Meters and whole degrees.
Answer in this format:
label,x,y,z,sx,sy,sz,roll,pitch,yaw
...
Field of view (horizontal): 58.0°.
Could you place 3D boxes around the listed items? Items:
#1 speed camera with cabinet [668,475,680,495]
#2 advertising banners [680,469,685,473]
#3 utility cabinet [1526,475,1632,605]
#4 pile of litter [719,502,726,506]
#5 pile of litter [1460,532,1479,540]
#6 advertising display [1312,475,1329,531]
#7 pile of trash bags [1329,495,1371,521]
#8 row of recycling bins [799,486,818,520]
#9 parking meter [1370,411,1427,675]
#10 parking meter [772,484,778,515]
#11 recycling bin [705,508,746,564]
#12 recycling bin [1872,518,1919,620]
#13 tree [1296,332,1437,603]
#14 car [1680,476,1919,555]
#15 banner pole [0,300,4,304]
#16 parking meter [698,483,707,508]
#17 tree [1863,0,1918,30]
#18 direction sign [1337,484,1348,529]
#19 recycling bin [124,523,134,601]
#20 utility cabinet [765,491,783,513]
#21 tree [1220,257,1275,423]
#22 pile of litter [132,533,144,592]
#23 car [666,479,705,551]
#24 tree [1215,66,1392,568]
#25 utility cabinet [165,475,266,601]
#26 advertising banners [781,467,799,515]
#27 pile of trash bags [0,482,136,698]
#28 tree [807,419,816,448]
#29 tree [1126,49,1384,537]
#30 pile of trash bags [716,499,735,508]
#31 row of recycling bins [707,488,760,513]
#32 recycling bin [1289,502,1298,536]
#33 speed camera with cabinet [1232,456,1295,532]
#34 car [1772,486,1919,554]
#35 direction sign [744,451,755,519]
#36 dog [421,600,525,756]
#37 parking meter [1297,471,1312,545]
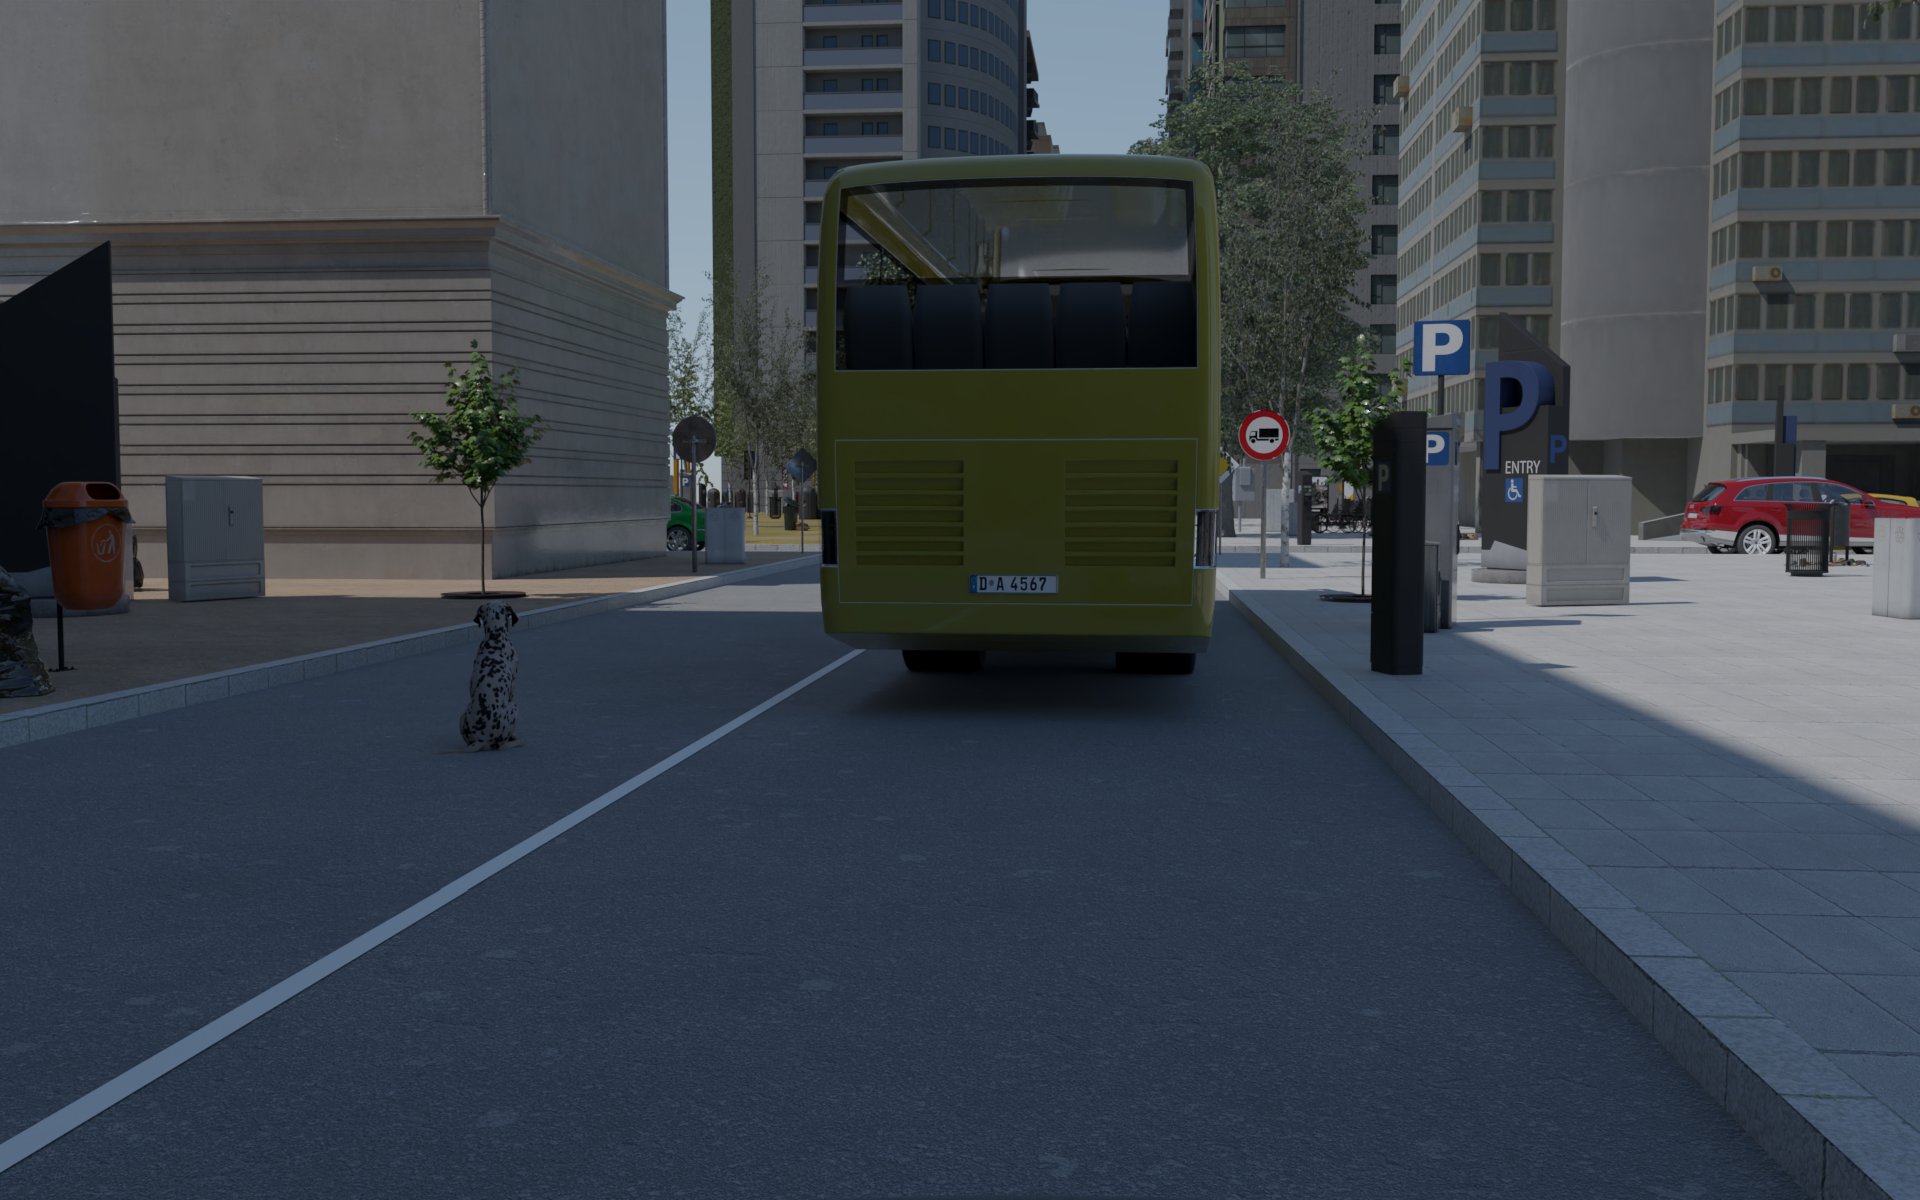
label,x,y,z,sx,sy,sz,roll,pitch,yaw
speed camera with cabinet,-13.558,-5.443,83.328,2.038,3.252,0.660,3,5,43
advertising banners,-20.155,-7.668,121.563,2.074,3.025,0.090,0,4,3
utility cabinet,7.107,-0.684,19.867,1.173,1.500,0.318,-1,4,-16
pile of litter,-13.397,-5.126,97.781,1.719,0.858,1.176,0,4,-3
pile of litter,14.016,-2.134,48.849,1.176,0.858,1.719,0,4,8
advertising display,12.318,-3.361,60.161,0.974,1.923,0.123,2,4,25
pile of trash bags,18.248,-4.477,82.959,3.447,1.369,1.912,0,4,-3
row of recycling bins,-6.712,-4.948,88.020,1.069,1.692,3.534,3,5,43
parking meter,3.137,-0.410,12.408,0.255,1.863,0.399,-1,4,-12
parking meter,-11.213,-6.073,105.006,0.255,1.863,0.399,-2,4,-31
recycling bin,-4.328,-1.187,31.960,0.722,1.027,0.722,0,4,-6
recycling bin,10.014,-0.333,17.994,0.722,1.027,0.722,0,3,0
tree,4.797,-1.609,20.905,1.663,3.219,1.824,0,3,0
car,18.671,-1.794,38.002,5.304,1.827,2.281,0,4,4
banner pole,-12.486,-1.972,22.258,0.401,3.779,0.863,2,4,26
parking meter,-13.485,-5.203,90.786,0.255,1.863,0.399,3,5,41
tree,7.831,-3.726,11.286,4.360,8.622,3.978,0,3,0
direction sign,14.119,-4.393,63.822,0.379,3.537,0.876,-1,4,-13
recycling bin,-10.296,-0.488,20.541,0.722,1.027,0.722,0,4,-8
utility cabinet,-12.231,-6.436,113.912,1.173,1.500,0.318,0,4,-5
tree,9.081,-8.769,69.135,9.928,11.665,9.643,0,3,0
pile of litter,-11.334,-0.542,22.819,1.176,0.858,1.719,0,4,-7
car,-8.001,-2.047,42.259,4.718,1.807,1.959,0,4,5
tree,5.588,-4.885,30.232,4.360,8.622,3.978,0,3,0
utility cabinet,-8.989,-0.751,20.958,0.318,1.500,1.173,2,4,27
advertising banners,-10.192,-6.801,107.377,2.074,3.025,0.090,2,4,24
pile of trash bags,-6.709,-0.085,11.136,1.912,1.369,3.447,1,4,17
tree,-1.292,-9.283,68.790,9.611,12.733,9.660,0,3,0
tree,7.994,-8.853,51.403,9.857,13.997,8.962,0,3,0
pile of trash bags,-7.475,-2.241,46.394,3.447,1.369,1.912,1,4,21
row of recycling bins,-15.358,-6.743,117.363,3.534,1.692,1.069,-1,4,-17
recycling bin,10.288,-2.472,52.968,0.722,1.027,0.722,2,4,32
speed camera with cabinet,10.301,-3.941,58.777,2.038,3.252,0.660,0,4,-2
car,20.351,-1.828,40.108,3.980,1.641,2.015,0,4,7
direction sign,-11.002,-6.027,90.539,0.379,3.537,0.876,2,4,32
dog,-2.751,0.432,9.773,0.513,0.831,0.800,2,4,35
parking meter,8.648,-2.308,43.452,0.255,1.863,0.399,-1,4,-11
